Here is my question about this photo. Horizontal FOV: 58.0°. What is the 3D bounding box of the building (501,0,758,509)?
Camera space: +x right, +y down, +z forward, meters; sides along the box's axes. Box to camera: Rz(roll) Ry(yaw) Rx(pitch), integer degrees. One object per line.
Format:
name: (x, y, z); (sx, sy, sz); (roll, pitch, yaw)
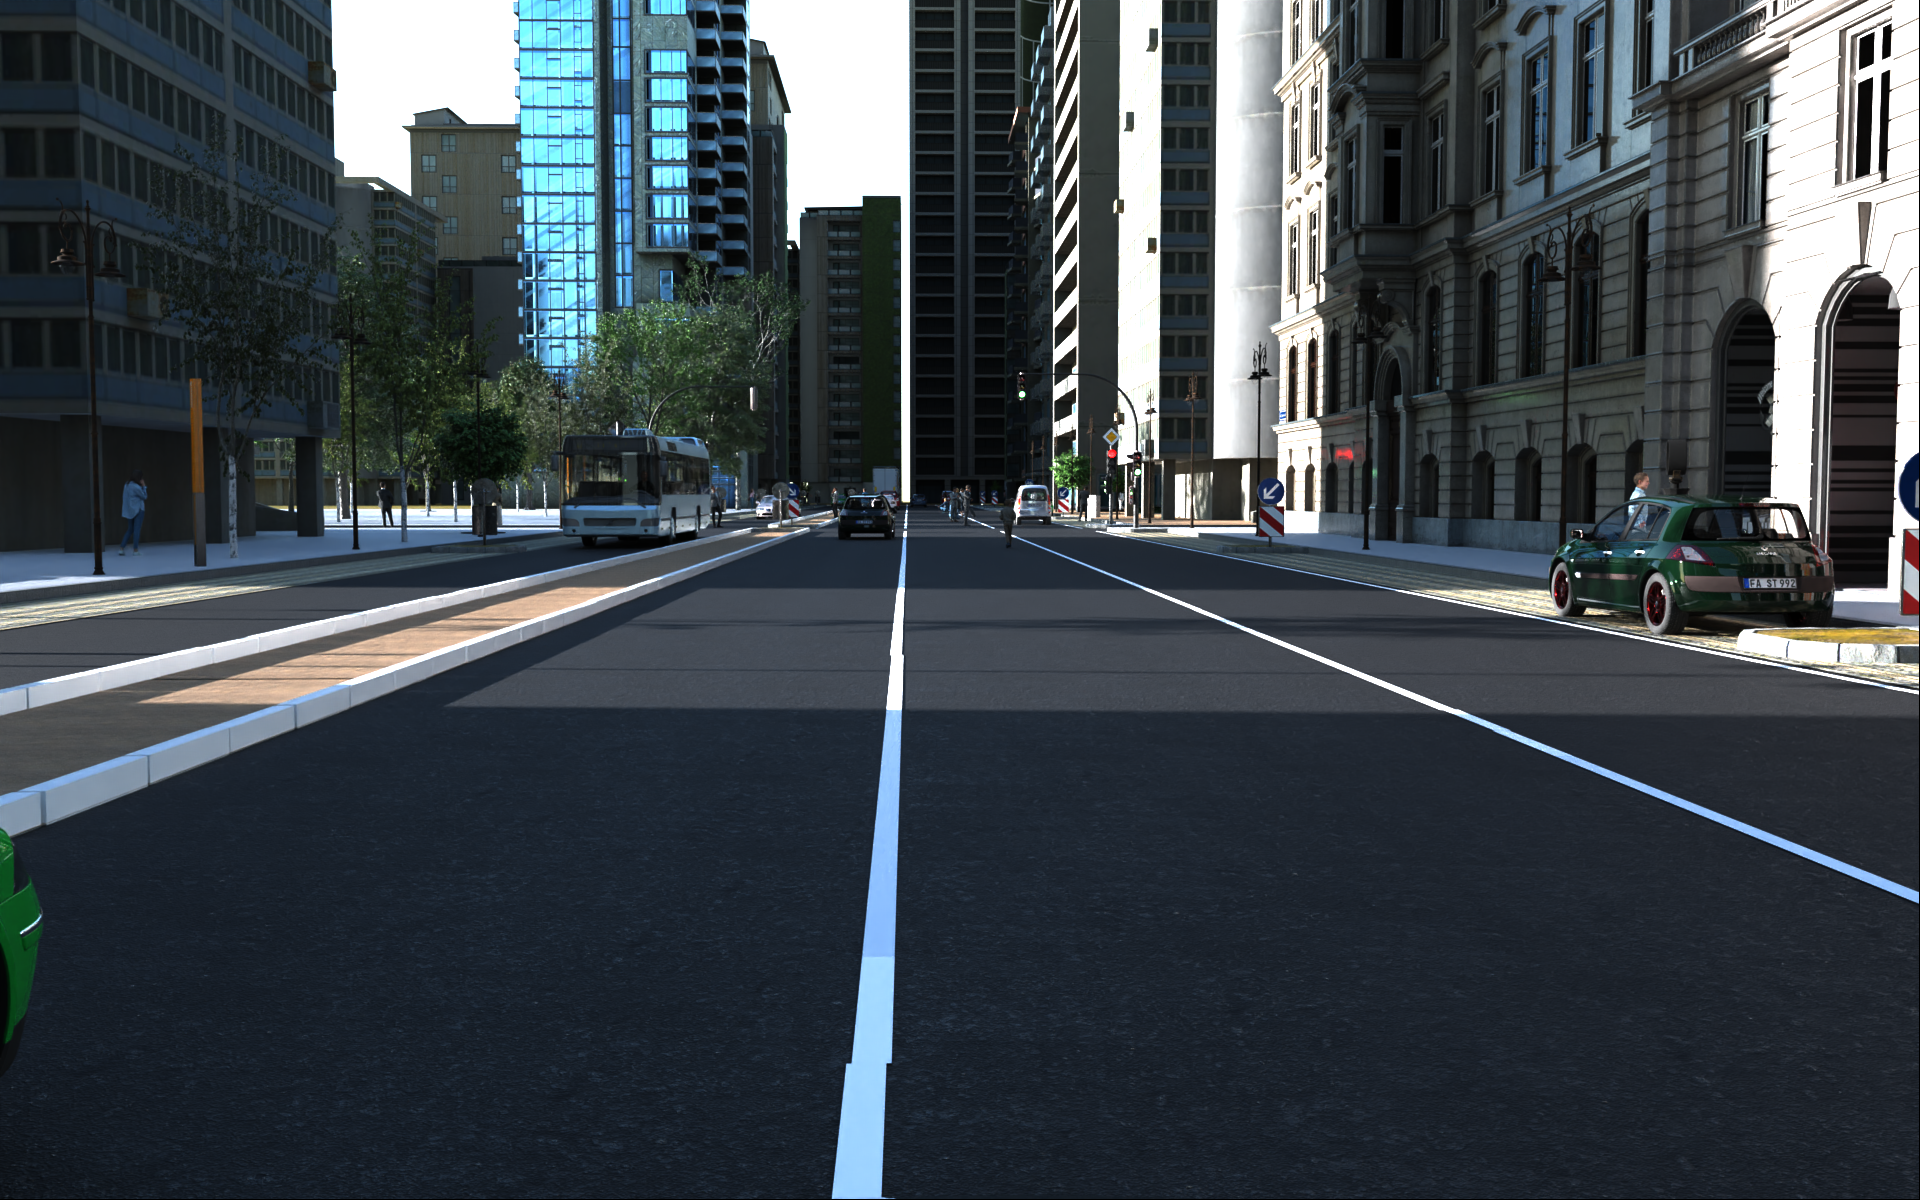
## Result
building: (-29.957, -51.955, 162.130); (22.319, 86.520, 31.000); (0, 4, -2)

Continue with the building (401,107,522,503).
building: (-60.411, -40.092, 244.750); (27.495, 52.752, 28.713); (0, 4, -2)

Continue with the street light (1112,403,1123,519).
street light: (8.005, -7.054, 88.122); (0.468, 5.910, 1.993); (0, 4, -2)

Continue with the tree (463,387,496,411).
tree: (-32.866, -10.335, 119.341); (4.360, 8.622, 3.978); (0, 3, 0)

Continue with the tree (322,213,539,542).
tree: (-14.655, -5.855, 46.097); (4.737, 8.622, 4.395); (0, 3, 0)

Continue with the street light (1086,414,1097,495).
street light: (7.595, -7.799, 100.304); (0.468, 5.910, 1.993); (0, 4, -2)

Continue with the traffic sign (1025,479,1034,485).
traffic sign: (5.896, -8.978, 146.895); (0.768, 2.556, 0.104); (0, 4, -1)

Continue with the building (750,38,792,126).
building: (-34.765, -37.799, 207.248); (27.495, 52.752, 28.713); (0, 4, -2)

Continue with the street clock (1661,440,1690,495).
street clock: (9.520, -1.131, 23.058); (0.358, 2.002, 0.471); (1, 4, 18)

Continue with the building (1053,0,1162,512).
building: (18.719, -31.157, 133.122); (21.300, 48.544, 21.600); (0, 4, -2)

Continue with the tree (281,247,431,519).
tree: (-31.662, -11.145, 88.871); (9.857, 13.997, 8.962); (0, 3, 0)

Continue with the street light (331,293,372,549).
street light: (-14.015, -4.112, 40.012); (0.468, 5.910, 1.993); (0, 4, -2)

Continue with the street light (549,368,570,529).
street light: (-14.685, -5.556, 63.620); (0.468, 5.910, 1.993); (0, 4, -2)

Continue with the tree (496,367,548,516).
tree: (-23.877, -9.157, 100.079); (4.360, 8.622, 3.978); (0, 3, 0)

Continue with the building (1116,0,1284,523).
building: (21.049, -24.374, 90.403); (23.993, 40.220, 32.217); (0, 4, -2)

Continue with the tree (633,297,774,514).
tree: (-16.600, -12.648, 113.444); (9.857, 13.997, 8.962); (0, 3, 0)

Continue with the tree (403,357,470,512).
tree: (-39.389, -12.342, 127.547); (9.928, 11.665, 9.643); (0, 3, 0)

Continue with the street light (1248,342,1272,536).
street light: (9.079, -4.881, 52.598); (0.468, 5.910, 1.993); (0, 4, -2)

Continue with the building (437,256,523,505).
building: (-55.777, -27.090, 214.619); (14.107, 30.474, 14.160); (0, 4, -2)

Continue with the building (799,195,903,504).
building: (-14.941, -33.980, 239.160); (14.086, 41.232, 14.154); (0, 4, -2)

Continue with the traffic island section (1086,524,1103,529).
traffic island section: (6.416, -3.125, 73.382); (2.009, 0.180, 2.903); (0, 4, -2)

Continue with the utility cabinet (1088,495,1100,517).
utility cabinet: (7.388, -5.153, 95.407); (0.306, 1.237, 1.020); (-1, 4, -22)

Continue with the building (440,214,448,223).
building: (-75.036, -31.332, 204.160); (23.993, 40.220, 32.217); (0, 4, -2)

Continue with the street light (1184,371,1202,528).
street light: (8.726, -5.639, 64.984); (0.468, 5.910, 1.993); (0, 4, -2)

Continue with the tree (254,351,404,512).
tree: (-40.852, -11.015, 105.849); (9.928, 11.665, 9.643); (0, 3, 0)

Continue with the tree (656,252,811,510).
tree: (-18.443, -17.126, 135.894); (12.611, 20.169, 13.585); (0, 3, 0)

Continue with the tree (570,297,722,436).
tree: (-16.258, -10.059, 90.226); (9.928, 11.665, 9.643); (0, 3, 0)

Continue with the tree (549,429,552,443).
tree: (-31.748, -10.684, 125.048); (4.737, 8.622, 4.395); (0, 3, 0)

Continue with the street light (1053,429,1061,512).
street light: (6.905, -9.255, 124.106); (0.468, 5.910, 1.993); (0, 4, -2)

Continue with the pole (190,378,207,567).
pole: (-13.482, -2.251, 30.640); (0.158, 3.312, 0.155); (0, 3, 0)

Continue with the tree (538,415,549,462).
tree: (-29.982, -9.916, 112.493); (4.737, 8.622, 4.395); (0, 3, 0)

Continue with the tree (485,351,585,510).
tree: (-34.644, -13.600, 139.362); (9.611, 12.733, 9.660); (0, 3, 0)

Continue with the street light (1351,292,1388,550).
street light: (9.379, -4.101, 39.831); (0.468, 5.910, 1.993); (0, 4, -2)

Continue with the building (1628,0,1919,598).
building: (17.534, -10.705, 16.834); (13.314, 21.916, 24.055); (0, 4, -2)

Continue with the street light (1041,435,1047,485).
street light: (6.546, -9.988, 136.095); (0.468, 5.910, 1.993); (0, 4, -2)

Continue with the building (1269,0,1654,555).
building: (17.273, -13.890, 46.180); (14.460, 24.649, 34.723); (0, 4, -2)

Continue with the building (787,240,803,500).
building: (-34.239, -33.982, 247.491); (23.993, 40.220, 32.217); (0, 4, -2)

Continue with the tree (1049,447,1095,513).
tree: (7.815, -8.386, 120.819); (4.285, 4.588, 4.351); (0, 3, 0)

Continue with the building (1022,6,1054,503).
building: (18.321, -33.289, 163.882); (23.786, 49.044, 30.456); (0, 4, -2)

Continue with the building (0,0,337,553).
building: (-30.392, -21.626, 45.468); (23.993, 40.220, 32.217); (0, 4, -2)

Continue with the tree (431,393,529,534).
tree: (-15.632, -4.461, 56.655); (4.285, 4.588, 4.351); (0, 3, 0)

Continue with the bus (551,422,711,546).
bus: (-9.308, -3.415, 50.695); (2.948, 3.499, 13.247); (0, 4, -2)

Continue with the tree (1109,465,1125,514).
tree: (10.046, -7.039, 109.685); (1.663, 3.219, 1.824); (0, 3, 0)

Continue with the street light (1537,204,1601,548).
street light: (9.788, -3.376, 27.984); (0.468, 5.910, 1.993); (0, 4, -2)

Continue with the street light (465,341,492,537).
street light: (-14.393, -4.833, 51.815); (0.468, 5.910, 1.993); (0, 4, -2)

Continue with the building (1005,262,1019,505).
building: (12.482, -27.211, 216.592); (14.160, 30.474, 14.107); (0, 4, -2)

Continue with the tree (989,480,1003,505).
tree: (4.348, -13.240, 211.069); (1.663, 3.219, 1.824); (0, 3, 0)

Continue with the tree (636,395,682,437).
tree: (-20.804, -10.550, 122.860); (4.737, 8.622, 4.395); (0, 3, 0)

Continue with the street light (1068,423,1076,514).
street light: (7.276, -8.533, 112.303); (0.468, 5.910, 1.993); (0, 4, -2)

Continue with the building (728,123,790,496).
building: (-25.929, -30.737, 186.144); (14.154, 41.232, 14.086); (0, 4, -2)

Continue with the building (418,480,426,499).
building: (-81.162, -33.848, 237.007); (14.086, 41.232, 14.154); (0, 4, -2)

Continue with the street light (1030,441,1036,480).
street light: (6.200, -10.710, 147.899); (0.468, 5.910, 1.993); (0, 4, -2)

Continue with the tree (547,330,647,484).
tree: (-16.083, -7.761, 77.261); (4.360, 8.622, 3.978); (0, 3, 0)

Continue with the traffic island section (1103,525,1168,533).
traffic island section: (6.656, -2.637, 65.400); (2.009, 0.180, 2.903); (0, 4, -2)

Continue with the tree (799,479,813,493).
tree: (-19.766, -13.817, 220.516); (1.663, 3.219, 1.824); (0, 3, 0)

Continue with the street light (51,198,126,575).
street light: (-13.709, -3.340, 27.393); (0.468, 5.910, 1.993); (0, 4, -2)

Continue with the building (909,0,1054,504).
building: (3.258, -49.104, 241.099); (20.611, 71.187, 20.563); (0, 4, -2)

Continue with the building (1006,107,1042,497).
building: (16.680, -33.011, 194.352); (22.147, 44.769, 28.867); (0, 4, -2)

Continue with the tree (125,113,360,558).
tree: (-14.380, -5.154, 34.623); (4.360, 8.622, 3.978); (0, 3, 0)
